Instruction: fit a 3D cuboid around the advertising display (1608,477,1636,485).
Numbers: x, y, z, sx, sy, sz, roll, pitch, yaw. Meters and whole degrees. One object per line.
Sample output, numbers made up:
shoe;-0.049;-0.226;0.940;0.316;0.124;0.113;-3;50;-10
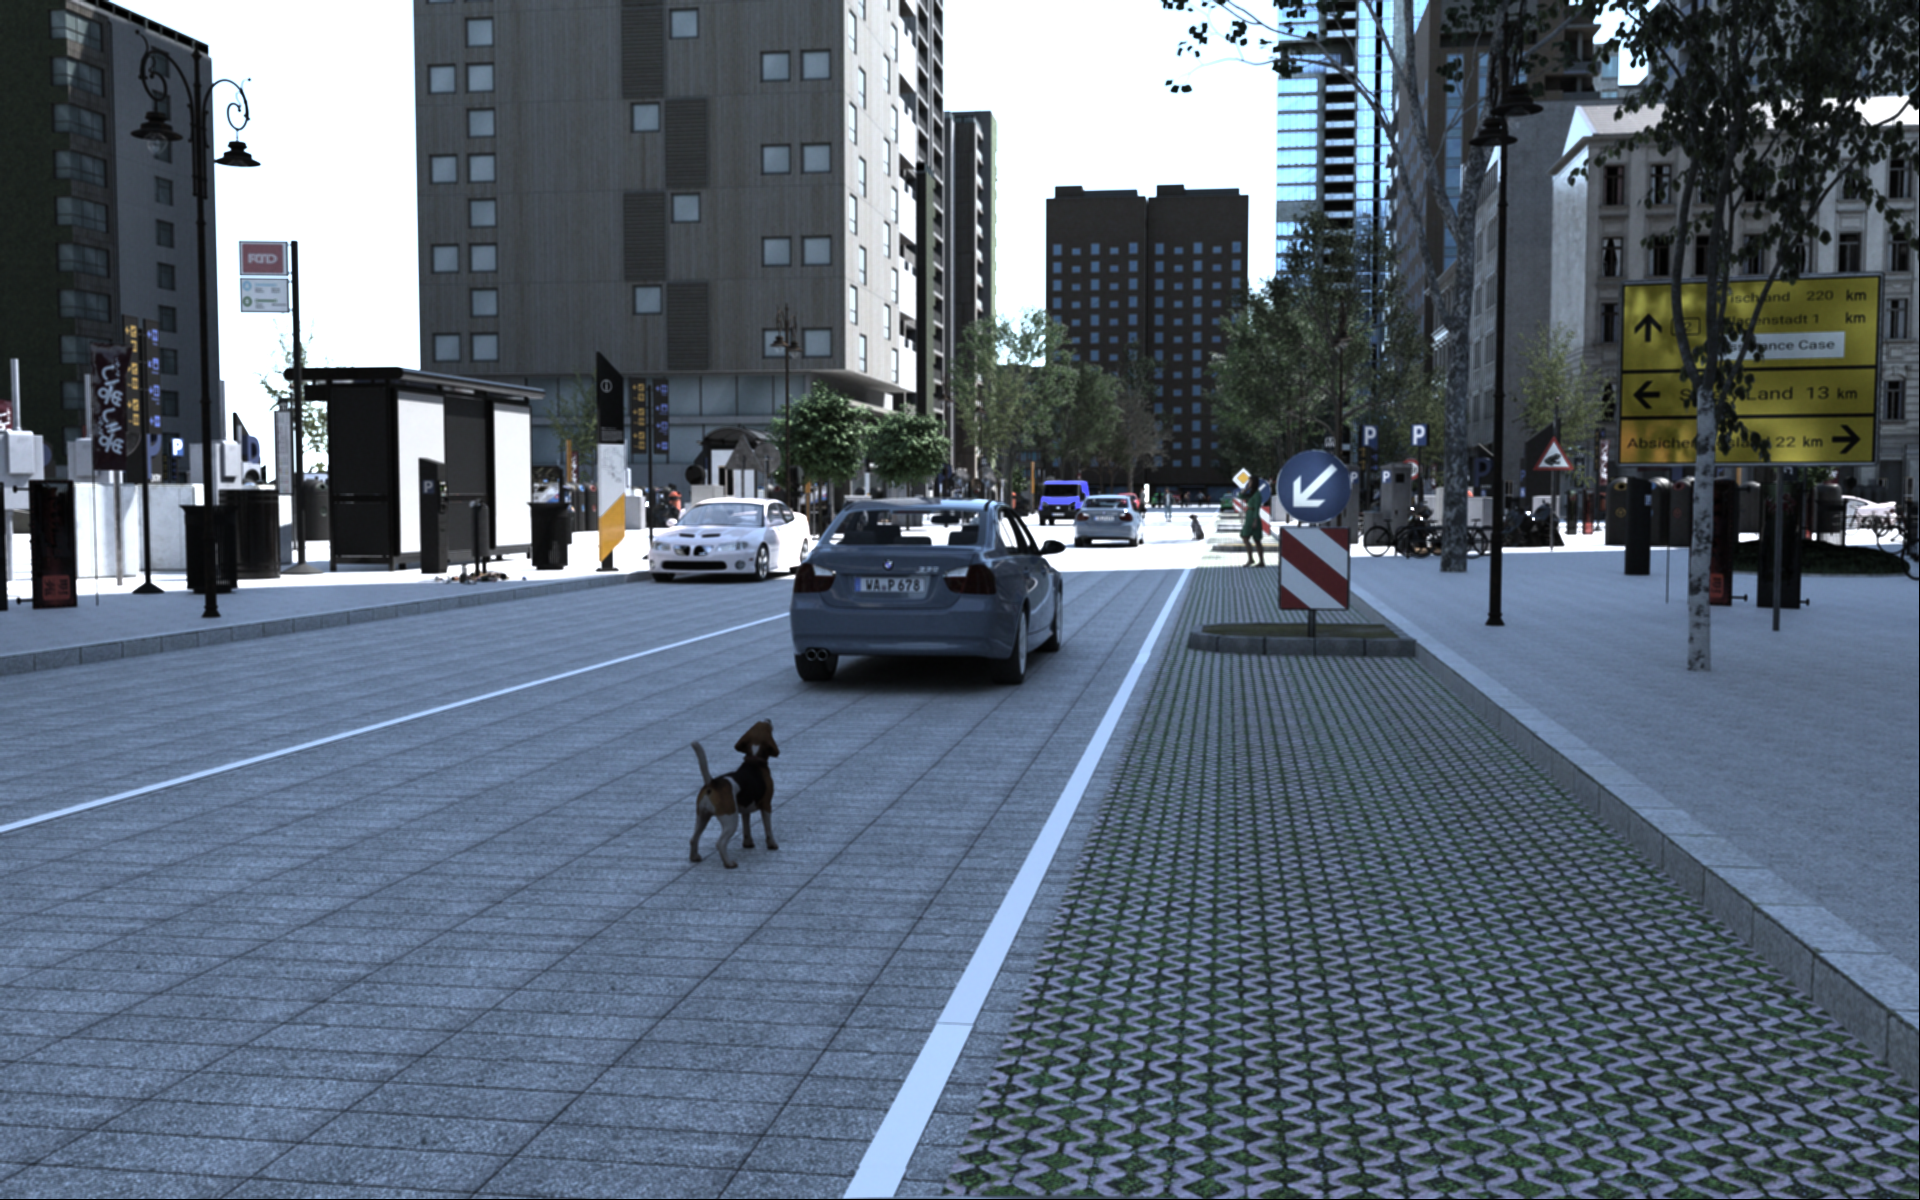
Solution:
advertising display;24.337;-3.578;63.711;0.974;1.923;0.123;1;4;14

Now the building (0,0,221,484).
building;-54.420;-20.267;103.073;14.107;30.474;14.160;1;4;9

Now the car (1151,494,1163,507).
car;21.887;-11.030;189.138;1.959;1.807;4.718;1;4;10

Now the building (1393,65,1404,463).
building;49.947;-31.657;167.698;14.600;45.320;14.200;1;4;9

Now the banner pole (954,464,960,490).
banner pole;-0.258;-9.401;143.718;0.401;3.779;0.863;-3;5;-42

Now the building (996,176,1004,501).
building;-9.140;-33.574;203.555;28.867;44.769;22.147;1;4;9

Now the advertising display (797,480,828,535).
advertising display;-4.608;-2.986;54.032;0.974;1.923;0.123;-1;4;-9

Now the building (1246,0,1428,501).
building;57.401;-57.349;250.331;31.000;86.520;22.319;1;4;9

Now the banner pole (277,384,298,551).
banner pole;-15.358;-3.032;39.590;0.863;3.779;0.401;3;5;42

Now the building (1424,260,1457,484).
building;42.928;-18.215;133.976;11.583;22.565;21.152;1;4;9

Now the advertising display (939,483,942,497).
advertising display;-0.935;-5.837;100.642;0.123;1.923;0.974;-2;4;-26

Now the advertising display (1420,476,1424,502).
advertising display;16.181;-3.396;60.736;0.123;1.923;0.974;1;4;16

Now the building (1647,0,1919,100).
building;91.399;-39.525;188.238;28.212;58.520;21.231;1;4;9

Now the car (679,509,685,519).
car;-9.763;-3.724;73.243;4.827;1.381;2.083;1;4;10

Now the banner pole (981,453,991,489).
banner pole;1.583;-6.845;101.934;0.863;3.779;0.401;-1;4;-19

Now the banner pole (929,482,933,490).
banner pole;-2.118;-8.613;130.832;0.863;3.779;0.401;2;4;25

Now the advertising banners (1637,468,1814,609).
advertising banners;8.685;-1.450;19.903;2.074;3.025;0.090;3;5;43

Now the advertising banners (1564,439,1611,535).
advertising banners;19.759;-3.565;54.479;2.074;3.025;0.090;-2;4;-31

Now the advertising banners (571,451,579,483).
advertising banners;-14.888;-4.484;69.504;2.074;3.025;0.090;2;4;27

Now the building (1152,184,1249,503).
building;34.642;-36.830;252.274;14.200;45.320;14.600;1;4;9

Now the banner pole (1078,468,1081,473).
banner pole;10.082;-9.559;146.302;0.401;3.779;0.863;-1;4;-18

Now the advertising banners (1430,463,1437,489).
advertising banners;27.039;-6.151;96.762;0.090;3.025;2.074;-2;4;-32

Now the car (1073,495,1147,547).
car;4.162;-2.208;48.106;2.014;1.417;4.499;1;4;9

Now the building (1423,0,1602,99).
building;47.645;-30.801;153.711;14.600;45.320;14.200;1;4;9

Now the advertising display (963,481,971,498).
advertising display;0.268;-4.289;75.333;0.123;1.923;0.974;-1;4;-17

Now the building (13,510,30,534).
building;-39.229;-21.422;42.132;23.993;40.220;32.217;1;4;9

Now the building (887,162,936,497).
building;-10.120;-22.863;145.507;14.160;30.474;14.107;1;4;9

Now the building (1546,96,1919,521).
building;39.798;-14.574;87.438;18.267;20.994;9.793;1;4;9

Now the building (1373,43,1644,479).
building;58.196;-34.821;188.927;23.786;49.044;30.456;1;4;9

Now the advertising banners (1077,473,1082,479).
advertising banners;9.403;-9.095;144.893;0.090;3.025;2.074;-3;5;-43

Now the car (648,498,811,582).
car;-3.883;-1.071;29.867;2.083;1.381;4.827;1;4;9

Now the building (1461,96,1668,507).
building;40.185;-18.077;113.585;12.078;24.808;19.932;1;4;9

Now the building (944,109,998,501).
building;-3.949;-30.384;180.370;14.154;41.232;14.086;1;4;9

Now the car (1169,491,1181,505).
car;27.357;-13.044;221.941;2.281;1.827;5.304;1;4;11

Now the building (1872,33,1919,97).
building;66.465;-17.355;88.262;34.151;26.468;19.350;1;4;9

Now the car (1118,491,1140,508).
car;11.592;-6.817;120.498;2.155;1.783;4.494;0;4;8

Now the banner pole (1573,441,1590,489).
banner pole;29.395;-5.613;81.789;0.863;3.779;0.401;3;4;36

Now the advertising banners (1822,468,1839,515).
advertising banners;23.457;-3.180;48.185;2.074;3.025;0.090;1;4;12

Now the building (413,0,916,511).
building;-18.050;-32.229;116.177;28.713;52.752;27.495;1;4;9

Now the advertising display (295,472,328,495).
advertising display;-18.867;-2.768;50.473;0.974;1.923;0.123;-2;4;-29

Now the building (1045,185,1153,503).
building;20.219;-36.891;253.281;14.200;45.320;14.600;1;4;9

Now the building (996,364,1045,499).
building;-0.224;-25.657;264.537;28.899;21.520;27.650;1;4;9

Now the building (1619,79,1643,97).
building;87.930;-43.079;246.338;28.212;58.520;21.231;1;4;9

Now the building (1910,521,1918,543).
building;33.213;-29.985;32.261;21.231;58.520;28.212;1;4;9

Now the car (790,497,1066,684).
car;-0.173;-0.149;14.436;2.014;1.417;4.499;1;4;9

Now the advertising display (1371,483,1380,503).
advertising display;25.087;-6.077;104.578;0.123;1.923;0.974;3;5;39

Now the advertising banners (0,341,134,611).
advertising banners;-10.214;-1.420;19.400;0.090;3.025;2.074;2;4;35

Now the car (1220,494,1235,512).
car;21.477;-7.824;136.716;1.959;1.807;4.718;1;4;9

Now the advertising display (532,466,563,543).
advertising display;-9.478;-2.092;39.412;0.974;1.923;0.123;1;4;19

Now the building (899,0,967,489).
building;-10.125;-44.272;162.091;20.563;71.187;20.611;1;4;9

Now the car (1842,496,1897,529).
car;33.399;-3.326;66.746;4.827;1.381;2.083;1;4;10
